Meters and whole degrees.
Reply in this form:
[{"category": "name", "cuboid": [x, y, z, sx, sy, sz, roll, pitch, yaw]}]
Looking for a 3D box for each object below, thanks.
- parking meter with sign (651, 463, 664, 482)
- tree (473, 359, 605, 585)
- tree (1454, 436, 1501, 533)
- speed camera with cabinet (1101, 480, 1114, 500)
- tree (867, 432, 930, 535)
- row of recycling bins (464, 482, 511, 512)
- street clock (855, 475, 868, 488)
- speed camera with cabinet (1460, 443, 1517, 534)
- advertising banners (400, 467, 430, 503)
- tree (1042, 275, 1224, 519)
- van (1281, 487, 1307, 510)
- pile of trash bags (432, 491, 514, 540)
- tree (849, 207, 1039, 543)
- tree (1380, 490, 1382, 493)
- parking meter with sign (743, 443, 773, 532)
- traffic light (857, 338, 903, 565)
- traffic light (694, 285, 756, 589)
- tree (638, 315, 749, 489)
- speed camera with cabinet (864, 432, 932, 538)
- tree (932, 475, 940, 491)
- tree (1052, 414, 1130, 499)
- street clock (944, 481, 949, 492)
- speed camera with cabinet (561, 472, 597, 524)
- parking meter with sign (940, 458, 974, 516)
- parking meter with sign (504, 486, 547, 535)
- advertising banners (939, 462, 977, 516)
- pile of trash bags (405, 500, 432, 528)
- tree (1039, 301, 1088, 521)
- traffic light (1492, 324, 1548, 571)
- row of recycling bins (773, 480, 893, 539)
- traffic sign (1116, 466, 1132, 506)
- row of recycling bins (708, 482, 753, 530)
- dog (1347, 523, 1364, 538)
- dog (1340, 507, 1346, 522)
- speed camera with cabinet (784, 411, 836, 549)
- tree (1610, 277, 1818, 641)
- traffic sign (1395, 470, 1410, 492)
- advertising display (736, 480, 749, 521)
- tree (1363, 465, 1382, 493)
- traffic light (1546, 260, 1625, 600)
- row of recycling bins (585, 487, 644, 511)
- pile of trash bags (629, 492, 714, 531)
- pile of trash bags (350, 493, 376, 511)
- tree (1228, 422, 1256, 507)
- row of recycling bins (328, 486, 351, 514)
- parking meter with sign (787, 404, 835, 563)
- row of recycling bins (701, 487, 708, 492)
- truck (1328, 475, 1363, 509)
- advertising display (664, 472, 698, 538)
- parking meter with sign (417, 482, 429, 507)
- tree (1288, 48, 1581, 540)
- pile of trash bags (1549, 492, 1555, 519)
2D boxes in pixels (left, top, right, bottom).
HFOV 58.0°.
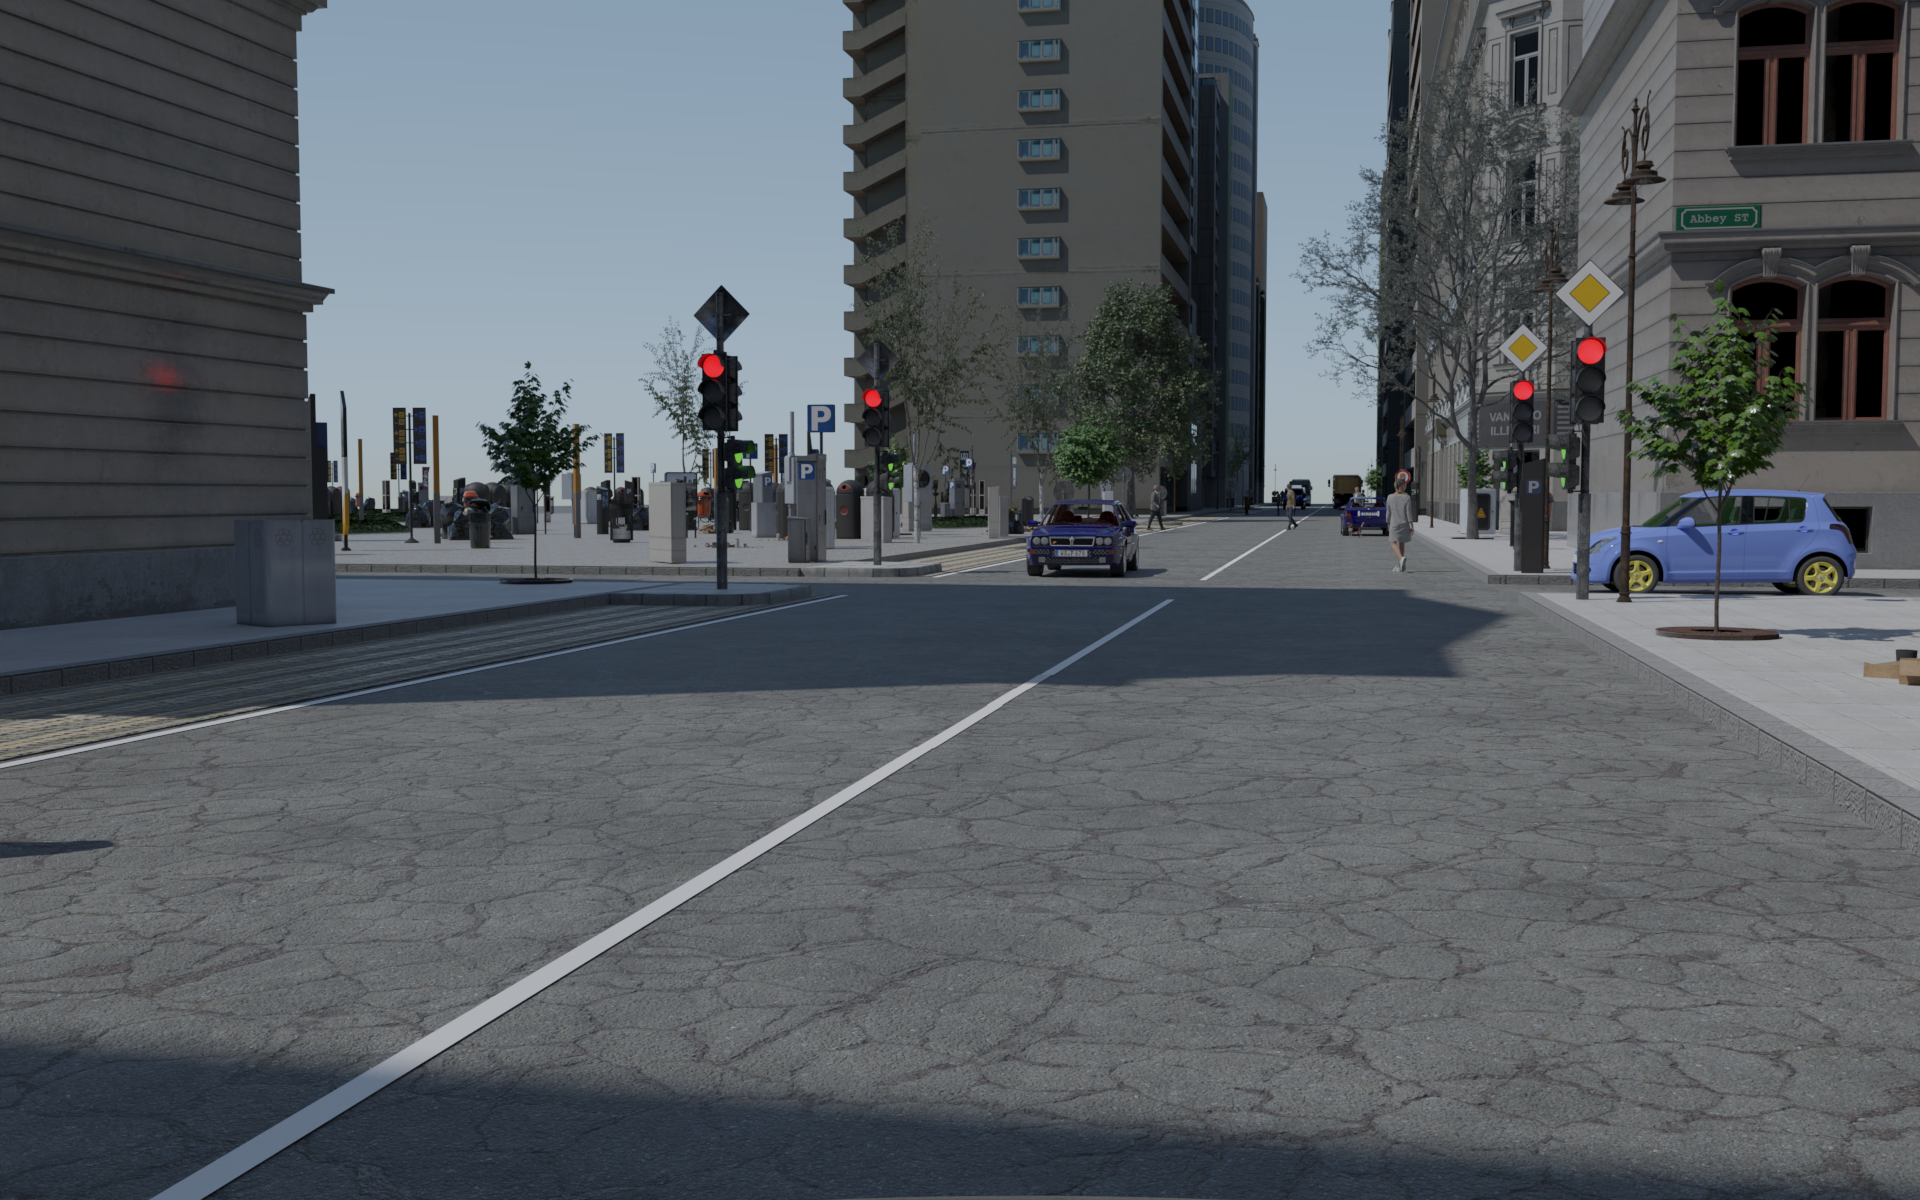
[{"category": "parking meter with sign", "cuboid": [-16.698, -6.268, 98.744, 1.738, 3.016, 0.543, -2, 4, -33]}, {"category": "tree", "cuboid": [-6.261, -1.861, 25.026, 1.663, 3.219, 1.824, 0, 3, 0]}, {"category": "tree", "cuboid": [17.238, -3.846, 57.488, 1.663, 3.219, 1.824, 0, 3, 0]}, {"category": "speed camera with cabinet", "cuboid": [8.924, -6.757, 104.811, 0.660, 3.252, 2.038, 0, 4, -1]}, {"category": "tree", "cuboid": [-2.153, -3.652, 54.304, 1.663, 3.219, 1.824, 0, 3, 0]}, {"category": "row of recycling bins", "cuboid": [-15.975, -3.242, 60.120, 1.069, 1.692, 3.534, 1, 4, 16]}, {"category": "street clock", "cuboid": [-3.676, -3.677, 64.691, 0.471, 2.002, 0.358, -3, 5, -44]}, {"category": "speed camera with cabinet", "cuboid": [17.066, -3.732, 55.346, 2.038, 3.252, 0.660, -1, 4, -9]}, {"category": "advertising banners", "cuboid": [-34.654, -6.964, 110.050, 2.074, 3.025, 0.090, -3, 4, -39]}, {"category": "tree", "cuboid": [9.060, -10.626, 90.735, 9.611, 12.733, 9.660, 0, 3, 0]}, {"category": "van", "cuboid": [30.956, -9.530, 160.203, 2.240, 2.365, 5.245, 1, 4, 14]}, {"category": "pile of trash bags", "cuboid": [-13.925, -2.441, 49.660, 1.912, 1.369, 3.447, -1, 4, -21]}, {"category": "tree", "cuboid": [-0.966, -5.764, 44.599, 4.360, 8.622, 3.978, 0, 3, 0]}, {"category": "tree", "cuboid": [47.257, -12.130, 192.924, 1.663, 3.219, 1.824, 0, 3, 0]}, {"category": "parking meter with sign", "cuboid": [-6.674, -3.807, 58.507, 0.543, 3.016, 1.738, -3, 4, -36]}, {"category": "traffic light", "cuboid": [-1.470, -2.580, 31.110, 0.839, 4.253, 0.868, 1, 4, 12]}, {"category": "traffic light", "cuboid": [-3.202, -2.104, 23.314, 0.839, 4.253, 0.868, 1, 4, 12]}, {"category": "tree", "cuboid": [-11.205, -7.444, 72.076, 4.360, 8.622, 3.978, 0, 3, 0]}, {"category": "speed camera with cabinet", "cuboid": [-1.853, -3.474, 51.135, 2.038, 3.252, 0.660, -2, 4, -30]}, {"category": "tree", "cuboid": [-2.149, -6.042, 93.386, 1.663, 3.219, 1.824, 0, 3, 0]}, {"category": "tree", "cuboid": [5.294, -5.348, 71.157, 4.285, 4.588, 4.351, 0, 3, 0]}, {"category": "street clock", "cuboid": [-0.691, -5.775, 98.999, 0.358, 2.002, 0.471, -2, 4, -31]}, {"category": "speed camera with cabinet", "cuboid": [-16.284, -4.899, 74.439, 0.660, 3.252, 2.038, 2, 4, 24]}, {"category": "parking meter with sign", "cuboid": [-0.161, -5.371, 84.070, 1.738, 3.016, 0.543, -3, 5, -40]}, {"category": "parking meter with sign", "cuboid": [-13.899, -3.592, 54.991, 0.543, 3.016, 1.738, 3, 5, 44]}, {"category": "advertising banners", "cuboid": [-0.112, -6.094, 95.828, 2.074, 3.025, 0.090, 0, 4, -7]}, {"category": "pile of trash bags", "cuboid": [-19.704, -3.480, 66.650, 1.912, 1.369, 3.447, 1, 4, 20]}, {"category": "tree", "cuboid": [2.809, -6.887, 62.957, 4.360, 8.622, 3.978, 0, 3, 0]}, {"category": "traffic light", "cuboid": [9.283, -2.436, 28.745, 0.839, 4.253, 0.868, 1, 4, 12]}, {"category": "row of recycling bins", "cuboid": [-3.606, -2.604, 49.685, 3.534, 1.692, 1.069, 1, 4, 14]}, {"category": "traffic sign", "cuboid": [7.505, -4.852, 79.442, 0.768, 2.556, 0.104, 1, 4, 19]}, {"category": "row of recycling bins", "cuboid": [-6.972, -3.321, 61.411, 3.534, 1.692, 1.069, 0, 4, 3]}, {"category": "dog", "cuboid": [12.911, -2.281, 56.582, 0.406, 0.507, 0.540, 2, 4, 34]}, {"category": "dog", "cuboid": [19.689, -4.421, 89.113, 0.800, 0.831, 0.513, 0, 4, -5]}, {"category": "speed camera with cabinet", "cuboid": [-3.566, -2.852, 40.973, 0.660, 3.252, 2.038, -2, 4, -24]}, {"category": "tree", "cuboid": [6.711, -1.285, 15.608, 1.663, 3.219, 1.824, 0, 3, 0]}, {"category": "traffic sign", "cuboid": [23.080, -5.517, 90.306, 0.768, 2.556, 0.104, 1, 4, 22]}, {"category": "advertising display", "cuboid": [-10.367, -4.680, 81.727, 0.974, 1.923, 0.123, -3, 5, -44]}, {"category": "tree", "cuboid": [45.661, -12.589, 189.540, 4.285, 4.588, 4.351, 0, 3, 0]}, {"category": "traffic light", "cuboid": [7.551, -1.959, 20.950, 0.839, 4.253, 0.868, 1, 4, 12]}, {"category": "row of recycling bins", "cuboid": [-19.877, -5.640, 99.330, 3.534, 1.692, 1.069, -2, 4, -31]}, {"category": "pile of trash bags", "cuboid": [-10.123, -3.175, 61.659, 1.912, 1.369, 3.447, 2, 4, 35]}, {"category": "pile of trash bags", "cuboid": [-39.369, -6.357, 113.689, 1.912, 1.369, 3.447, -1, 4, -17]}, {"category": "tree", "cuboid": [27.677, -13.717, 174.635, 4.737, 8.622, 4.395, 0, 3, 0]}, {"category": "row of recycling bins", "cuboid": [-32.423, -4.990, 88.704, 1.069, 1.692, 3.534, 1, 4, 10]}, {"category": "parking meter with sign", "cuboid": [-2.848, -2.241, 32.904, 0.543, 3.016, 1.738, 1, 4, 11]}, {"category": "row of recycling bins", "cuboid": [-14.376, -5.919, 103.884, 1.069, 1.692, 3.534, 1, 4, 23]}, {"category": "truck", "cuboid": [38.042, -10.679, 170.527, 3.469, 3.379, 9.791, 1, 4, 11]}, {"category": "advertising display", "cuboid": [-8.113, -2.763, 50.387, 0.974, 1.923, 0.123, -2, 4, -27]}, {"category": "parking meter with sign", "cuboid": [-35.060, -7.143, 113.041, 1.738, 3.016, 0.543, -2, 4, -23]}, {"category": "tree", "cuboid": [14.406, -8.464, 48.763, 12.009, 13.543, 11.850, 0, 3, 0]}, {"category": "pile of trash bags", "cuboid": [17.911, -2.430, 49.478, 1.912, 1.369, 3.447, -3, 5, -42]}]
